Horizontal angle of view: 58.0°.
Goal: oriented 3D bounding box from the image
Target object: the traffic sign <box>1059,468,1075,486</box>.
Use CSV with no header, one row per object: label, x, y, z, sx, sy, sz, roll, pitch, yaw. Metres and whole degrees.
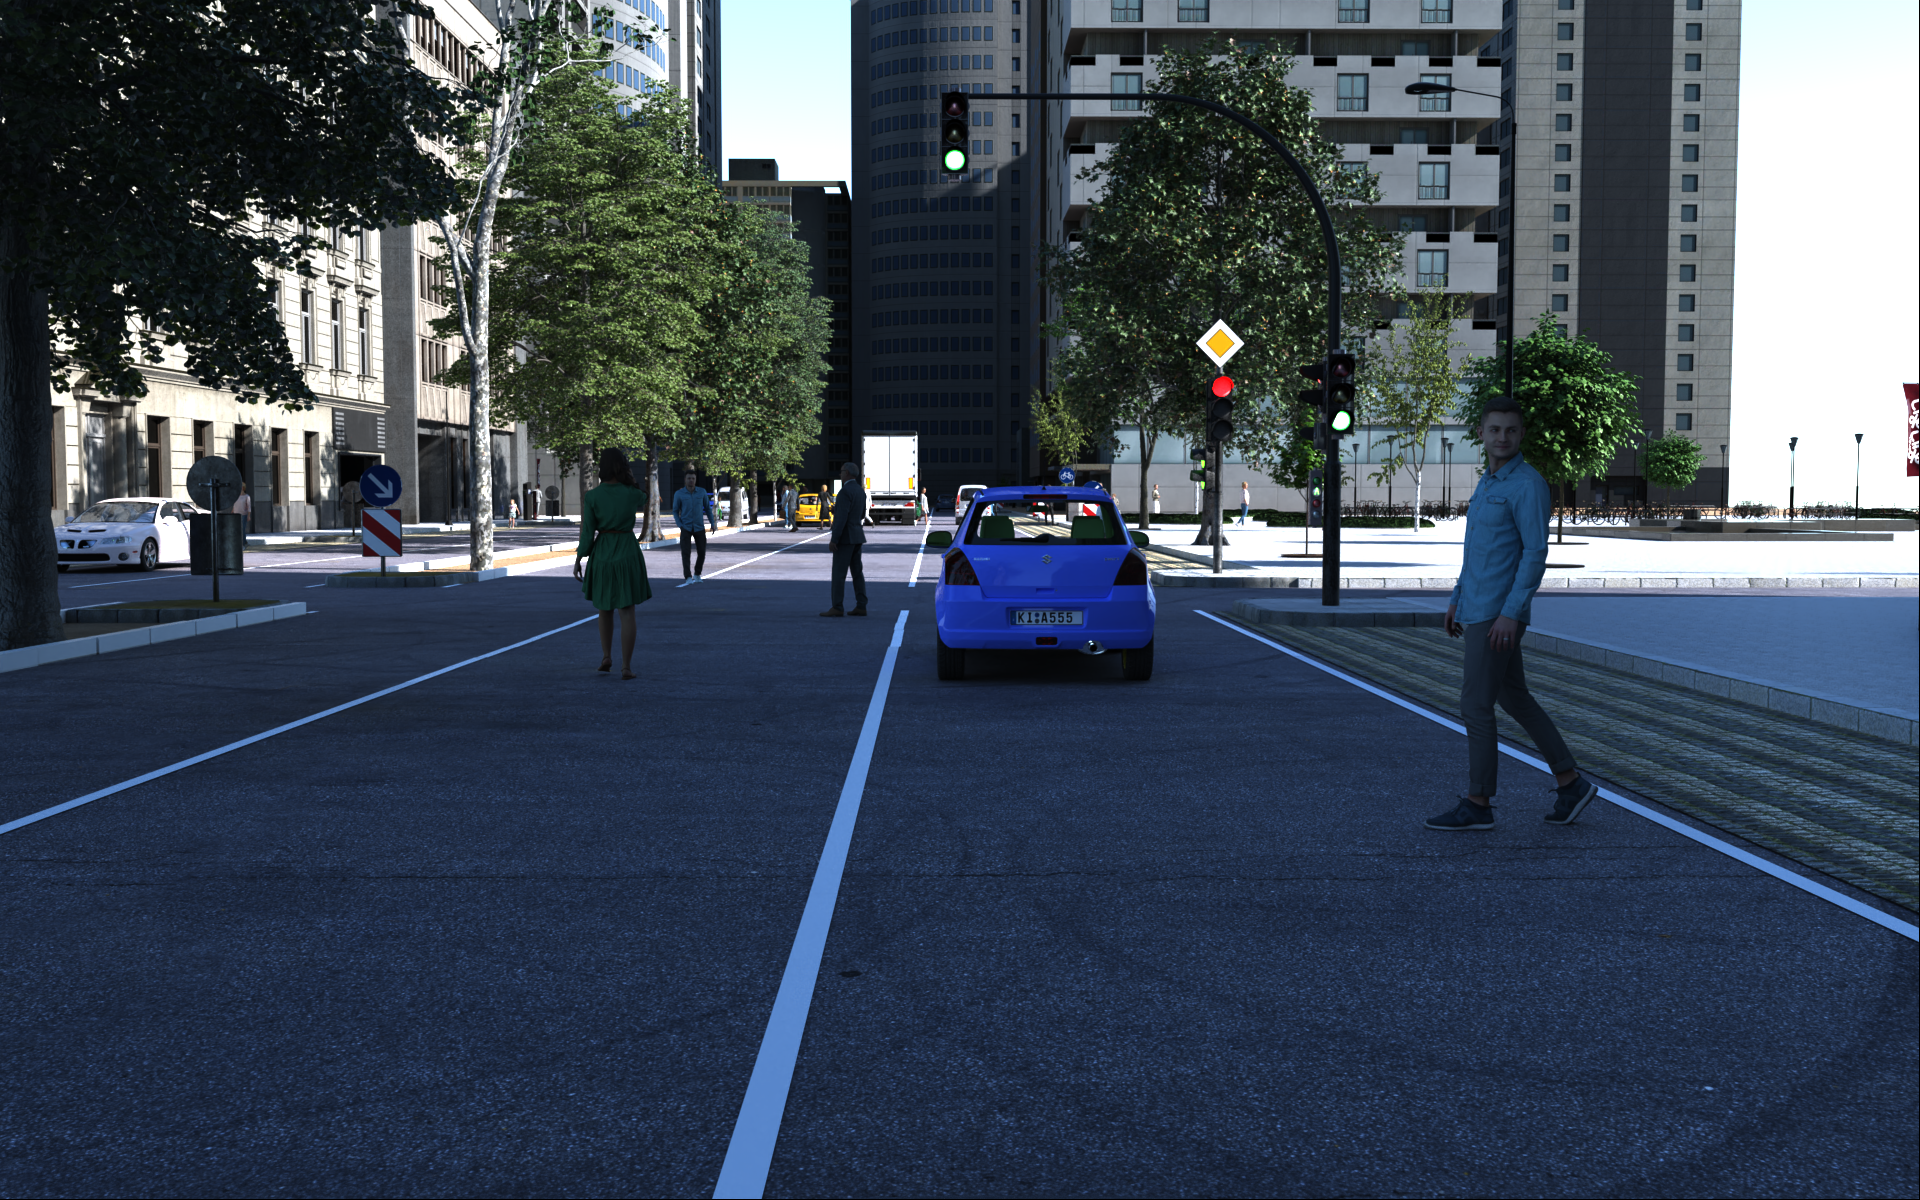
traffic sign,5.131,-5.082,83.191,0.768,2.556,0.104,0,4,0

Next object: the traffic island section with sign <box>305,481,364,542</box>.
traffic island section with sign,-18.458,-2.670,52.289,1.989,1.847,2.006,0,4,-1

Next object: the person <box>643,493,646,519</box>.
person,-14.336,-4.341,79.662,0.466,1.800,0.511,3,4,38

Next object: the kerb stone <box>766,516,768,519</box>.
kerb stone,-10.939,-4.535,96.478,0.120,0.150,1.000,0,4,-1

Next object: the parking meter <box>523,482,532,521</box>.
parking meter,-20.921,-4.772,83.732,0.255,1.863,0.399,2,4,23

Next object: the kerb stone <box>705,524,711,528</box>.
kerb stone,-10.644,-3.163,73.908,0.120,0.150,1.000,0,4,-1

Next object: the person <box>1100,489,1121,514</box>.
person,2.318,-1.012,27.648,0.503,1.515,0.523,2,4,35

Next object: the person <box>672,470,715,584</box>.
person,-4.279,-1.177,27.758,0.660,1.820,0.620,-2,4,-24

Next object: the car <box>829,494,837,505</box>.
car,-7.089,-5.154,94.492,2.015,1.641,3.980,0,4,0

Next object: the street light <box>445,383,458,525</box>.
street light,-20.464,-6.022,70.995,1.470,5.913,1.316,0,4,-1

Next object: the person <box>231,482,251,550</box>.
person,-18.327,-2.141,44.171,0.731,1.740,0.598,1,4,9

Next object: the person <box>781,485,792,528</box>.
person,-7.251,-3.900,72.532,0.793,1.790,0.793,3,4,38

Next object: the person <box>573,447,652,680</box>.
person,-2.700,-0.292,13.525,0.600,1.795,0.529,-1,4,-21

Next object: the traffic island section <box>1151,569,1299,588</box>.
traffic island section,4.183,-0.348,27.977,2.009,0.180,2.903,0,4,-1

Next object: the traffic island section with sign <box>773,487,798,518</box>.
traffic island section with sign,-9.971,-5.777,102.597,2.006,1.907,1.989,0,4,-1

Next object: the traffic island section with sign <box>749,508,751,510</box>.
traffic island section with sign,-19.833,-9.067,156.876,1.989,1.847,2.006,0,4,-1

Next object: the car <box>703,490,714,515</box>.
car,-17.204,-6.719,119.453,1.945,1.707,3.694,0,4,-2

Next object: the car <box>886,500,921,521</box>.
car,-3.021,-4.930,92.398,2.131,1.459,4.920,0,4,-3

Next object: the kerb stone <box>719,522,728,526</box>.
kerb stone,-10.707,-3.414,78.013,0.120,0.150,1.000,0,4,-1

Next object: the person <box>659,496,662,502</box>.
person,-19.448,-6.208,110.019,1.348,1.822,0.705,-3,5,-44

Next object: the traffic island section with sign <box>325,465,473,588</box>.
traffic island section with sign,-8.968,-1.182,27.465,2.006,1.907,1.989,0,4,-1

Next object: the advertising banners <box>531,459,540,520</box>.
advertising banners,-20.883,-5.430,84.968,0.090,3.025,2.074,0,4,4

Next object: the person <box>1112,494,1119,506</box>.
person,7.707,-4.662,86.536,0.475,1.303,0.640,0,4,-6

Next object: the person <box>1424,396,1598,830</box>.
person,2.368,0.061,7.367,0.748,1.841,0.638,1,4,9

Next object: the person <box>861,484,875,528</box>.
person,-3.859,-3.829,70.984,0.818,1.842,0.514,3,4,37

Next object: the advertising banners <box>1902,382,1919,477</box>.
advertising banners,15.757,-1.908,27.376,2.074,3.025,0.090,-1,4,-10

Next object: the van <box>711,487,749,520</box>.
van,-12.744,-5.457,96.230,2.013,2.044,4.112,0,4,-1

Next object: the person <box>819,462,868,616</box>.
person,-1.384,-0.716,20.390,0.590,1.801,0.661,2,4,23

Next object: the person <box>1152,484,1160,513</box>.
person,9.579,-4.764,84.481,0.362,1.759,0.519,2,4,30

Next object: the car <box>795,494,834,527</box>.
car,-6.457,-4.047,76.390,2.015,1.641,3.980,0,4,-1

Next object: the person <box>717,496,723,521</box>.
person,-13.004,-4.923,93.231,0.590,1.304,0.306,2,4,33

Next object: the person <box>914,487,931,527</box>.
person,-1.626,-4.041,75.321,0.760,1.731,0.466,-2,4,-23

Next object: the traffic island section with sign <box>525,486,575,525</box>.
traffic island section with sign,-18.814,-4.346,79.684,1.989,1.847,2.006,0,4,-1

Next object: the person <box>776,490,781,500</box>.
person,-16.201,-8.928,154.417,0.705,1.831,1.348,1,4,21

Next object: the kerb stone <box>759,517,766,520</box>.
kerb stone,-10.940,-4.480,95.447,0.120,0.150,1.000,0,4,-1

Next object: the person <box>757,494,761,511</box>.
person,-16.715,-8.093,144.072,0.557,1.426,1.065,-1,4,-20

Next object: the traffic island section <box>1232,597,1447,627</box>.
traffic island section,4.289,0.140,19.993,2.009,0.180,2.903,0,4,-1

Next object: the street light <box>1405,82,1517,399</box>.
street light,5.719,-2.886,19.720,1.470,5.913,1.316,0,4,-1

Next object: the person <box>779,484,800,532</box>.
person,-6.362,-3.467,65.309,0.853,1.813,0.709,2,4,33

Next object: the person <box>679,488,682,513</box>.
person,-15.121,-5.229,94.568,0.524,1.755,0.480,0,4,1

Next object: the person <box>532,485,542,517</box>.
person,-24.138,-5.658,98.743,0.606,1.804,0.583,-1,4,-16

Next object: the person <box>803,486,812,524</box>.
person,-7.453,-4.652,84.371,0.447,1.846,0.655,-3,5,-39

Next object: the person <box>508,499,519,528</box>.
person,-18.554,-3.578,72.011,0.505,1.210,0.382,0,4,1

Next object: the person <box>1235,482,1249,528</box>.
person,10.621,-3.571,65.097,0.598,1.740,0.731,-2,4,-24

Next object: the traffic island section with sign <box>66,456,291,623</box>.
traffic island section with sign,-8.879,-0.729,20.058,2.006,1.907,1.989,0,4,-1

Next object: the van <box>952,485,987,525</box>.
van,0.613,-4.540,81.243,2.013,2.044,4.112,0,4,0

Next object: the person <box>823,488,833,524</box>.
person,-6.542,-4.620,84.276,0.600,1.795,0.529,2,4,26

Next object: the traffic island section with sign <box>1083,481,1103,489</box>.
traffic island section with sign,3.860,-2.693,52.665,1.989,1.847,2.006,0,4,-1

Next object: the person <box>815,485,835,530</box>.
person,-5.119,-3.713,69.420,1.509,1.804,0.699,2,4,32

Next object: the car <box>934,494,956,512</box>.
car,-1.112,-7.975,142.388,2.014,1.417,4.499,0,4,1

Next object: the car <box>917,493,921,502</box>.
car,-3.958,-7.325,128.429,2.281,1.827,5.304,0,4,-1

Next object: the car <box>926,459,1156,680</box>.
car,0.665,-0.309,14.643,1.945,1.707,3.694,0,4,1

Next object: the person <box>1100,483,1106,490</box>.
person,6.532,-4.591,81.200,0.694,1.812,0.767,2,4,25

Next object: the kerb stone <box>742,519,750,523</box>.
kerb stone,-10.826,-3.978,87.240,0.120,0.150,1.000,0,4,-1

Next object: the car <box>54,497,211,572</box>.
car,-15.927,-1.287,33.406,2.083,1.381,4.827,0,4,-2

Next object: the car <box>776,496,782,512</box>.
car,-13.851,-7.710,138.634,1.945,1.354,3.894,0,4,-2
